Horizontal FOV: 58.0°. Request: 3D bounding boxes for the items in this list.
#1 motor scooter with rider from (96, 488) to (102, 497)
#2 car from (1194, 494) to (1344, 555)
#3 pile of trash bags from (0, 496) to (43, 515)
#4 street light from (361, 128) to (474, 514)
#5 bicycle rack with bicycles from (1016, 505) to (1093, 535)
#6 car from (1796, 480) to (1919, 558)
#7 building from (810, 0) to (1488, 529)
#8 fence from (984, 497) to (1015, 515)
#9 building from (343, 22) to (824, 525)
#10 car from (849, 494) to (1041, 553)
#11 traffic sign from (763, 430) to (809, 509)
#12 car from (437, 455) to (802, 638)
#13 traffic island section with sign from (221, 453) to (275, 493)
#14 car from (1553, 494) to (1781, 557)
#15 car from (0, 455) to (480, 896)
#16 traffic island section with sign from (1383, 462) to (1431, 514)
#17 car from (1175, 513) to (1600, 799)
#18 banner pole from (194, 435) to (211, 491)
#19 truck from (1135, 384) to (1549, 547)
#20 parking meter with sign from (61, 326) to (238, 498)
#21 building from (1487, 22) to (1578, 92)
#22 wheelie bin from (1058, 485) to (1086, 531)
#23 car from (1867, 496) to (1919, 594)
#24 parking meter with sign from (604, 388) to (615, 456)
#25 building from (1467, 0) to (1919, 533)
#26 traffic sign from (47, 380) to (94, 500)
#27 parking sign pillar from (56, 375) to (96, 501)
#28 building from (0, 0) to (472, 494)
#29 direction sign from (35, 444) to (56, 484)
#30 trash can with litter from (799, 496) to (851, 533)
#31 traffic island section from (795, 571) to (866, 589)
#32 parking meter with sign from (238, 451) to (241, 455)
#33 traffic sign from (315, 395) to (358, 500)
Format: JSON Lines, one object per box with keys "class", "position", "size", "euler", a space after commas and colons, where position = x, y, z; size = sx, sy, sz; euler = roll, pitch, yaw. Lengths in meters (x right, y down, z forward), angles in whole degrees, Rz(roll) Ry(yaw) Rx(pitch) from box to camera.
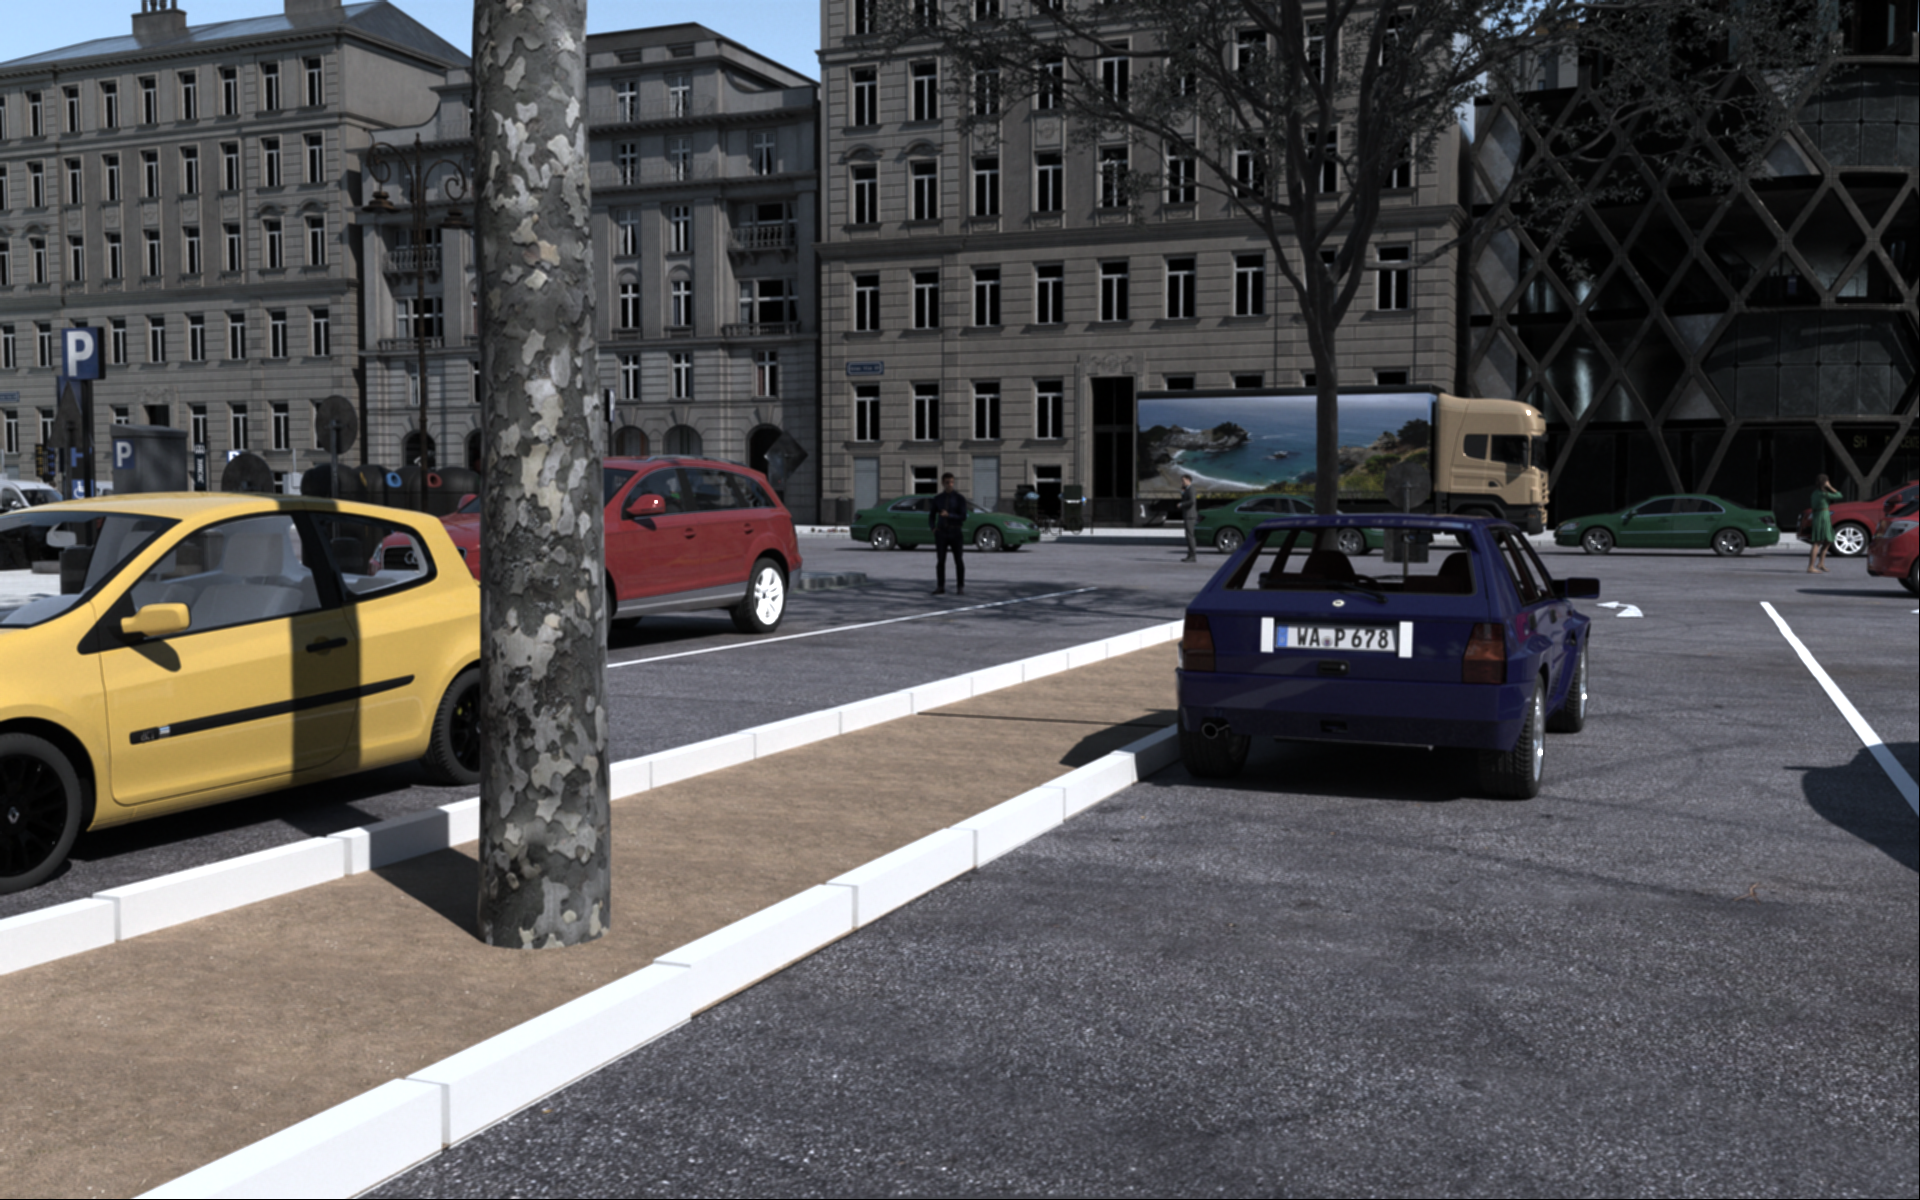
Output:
{"class": "motor scooter with rider", "position": [-22.494, -2.180, 44.601], "size": [1.986, 1.779, 0.876], "euler": [1, 4, 21]}
{"class": "car", "position": [7.969, -1.802, 41.256], "size": [4.920, 1.459, 2.131], "euler": [1, 4, 23]}
{"class": "pile of trash bags", "position": [-15.880, -1.267, 30.461], "size": [1.912, 1.369, 3.447], "euler": [3, 5, 40]}
{"class": "street light", "position": [-6.935, -3.030, 22.331], "size": [0.468, 5.910, 1.993], "euler": [1, 4, 22]}
{"class": "bicycle rack with bicycles", "position": [2.766, -2.545, 54.989], "size": [2.852, 0.926, 2.925], "euler": [3, 5, 39]}
{"class": "car", "position": [21.935, -1.875, 39.333], "size": [5.304, 1.827, 2.281], "euler": [1, 4, 21]}
{"class": "building", "position": [7.789, -16.618, 68.972], "size": [25.104, 27.353, 12.463], "euler": [1, 4, 22]}
{"class": "fence", "position": [1.449, -2.985, 60.004], "size": [0.480, 1.192, 2.264], "euler": [3, 4, 36]}
{"class": "building", "position": [-14.291, -14.571, 80.040], "size": [24.055, 21.916, 13.314], "euler": [1, 4, 22]}
{"class": "car", "position": [-0.359, -1.949, 43.661], "size": [4.920, 1.459, 2.131], "euler": [1, 4, 21]}
{"class": "traffic sign", "position": [-2.741, -1.441, 27.204], "size": [0.795, 2.450, 0.064], "euler": [1, 4, 22]}
{"class": "car", "position": [-3.468, -0.497, 16.791], "size": [2.281, 1.827, 5.304], "euler": [2, 4, 23]}
{"class": "traffic island section with sign", "position": [-7.070, -0.453, 16.027], "size": [1.989, 1.847, 2.006], "euler": [1, 4, 22]}
{"class": "car", "position": [16.489, -1.758, 40.538], "size": [4.920, 1.459, 2.131], "euler": [1, 4, 22]}
{"class": "car", "position": [-3.677, 0.161, 7.586], "size": [2.015, 1.641, 3.980], "euler": [2, 4, 23]}
{"class": "traffic island section with sign", "position": [6.059, -0.963, 23.878], "size": [2.006, 1.907, 1.989], "euler": [1, 4, 22]}
{"class": "car", "position": [2.501, 0.177, 9.685], "size": [1.945, 1.354, 3.894], "euler": [2, 4, 24]}
{"class": "banner pole", "position": [-32.269, -5.135, 73.970], "size": [0.863, 3.779, 0.401], "euler": [0, 4, -7]}
{"class": "truck", "position": [10.403, -3.499, 46.125], "size": [11.283, 4.237, 2.839], "euler": [2, 4, 24]}
{"class": "parking meter with sign", "position": [-8.834, -1.388, 18.958], "size": [0.543, 3.016, 1.738], "euler": [2, 4, 25]}
{"class": "building", "position": [66.502, -41.618, 222.461], "size": [28.212, 58.520, 21.231], "euler": [1, 4, 22]}
{"class": "wheelie bin", "position": [3.897, -3.207, 60.338], "size": [0.980, 1.594, 0.693], "euler": [0, 4, 2]}
{"class": "car", "position": [14.966, -0.898, 23.728], "size": [4.494, 1.783, 2.155], "euler": [1, 4, 22]}
{"class": "parking meter with sign", "position": [-6.639, -1.989, 28.782], "size": [1.738, 3.016, 0.543], "euler": [0, 4, -3]}
{"class": "building", "position": [28.161, -12.000, 63.657], "size": [16.811, 18.784, 16.820], "euler": [1, 4, 22]}
{"class": "traffic sign", "position": [-10.213, -1.215, 19.862], "size": [0.884, 2.594, 0.081], "euler": [2, 4, 31]}
{"class": "parking sign pillar", "position": [-14.428, -2.437, 28.320], "size": [1.447, 3.967, 1.447], "euler": [-2, 4, -31]}
{"class": "building", "position": [-37.047, -17.852, 89.150], "size": [25.104, 27.353, 12.463], "euler": [1, 4, 22]}
{"class": "direction sign", "position": [-41.351, -5.282, 78.363], "size": [0.876, 3.537, 0.379], "euler": [0, 4, 1]}
{"class": "trash can with litter", "position": [-4.280, -2.882, 58.171], "size": [2.233, 1.210, 1.678], "euler": [0, 4, 7]}
{"class": "traffic island section", "position": [-2.766, -0.305, 27.275], "size": [2.009, 0.180, 2.903], "euler": [1, 4, 22]}
{"class": "parking meter with sign", "position": [-29.469, -4.539, 70.474], "size": [0.543, 3.016, 1.738], "euler": [-1, 4, -20]}
{"class": "traffic sign", "position": [-8.043, -1.357, 22.299], "size": [0.768, 2.556, 0.104], "euler": [2, 4, 28]}
